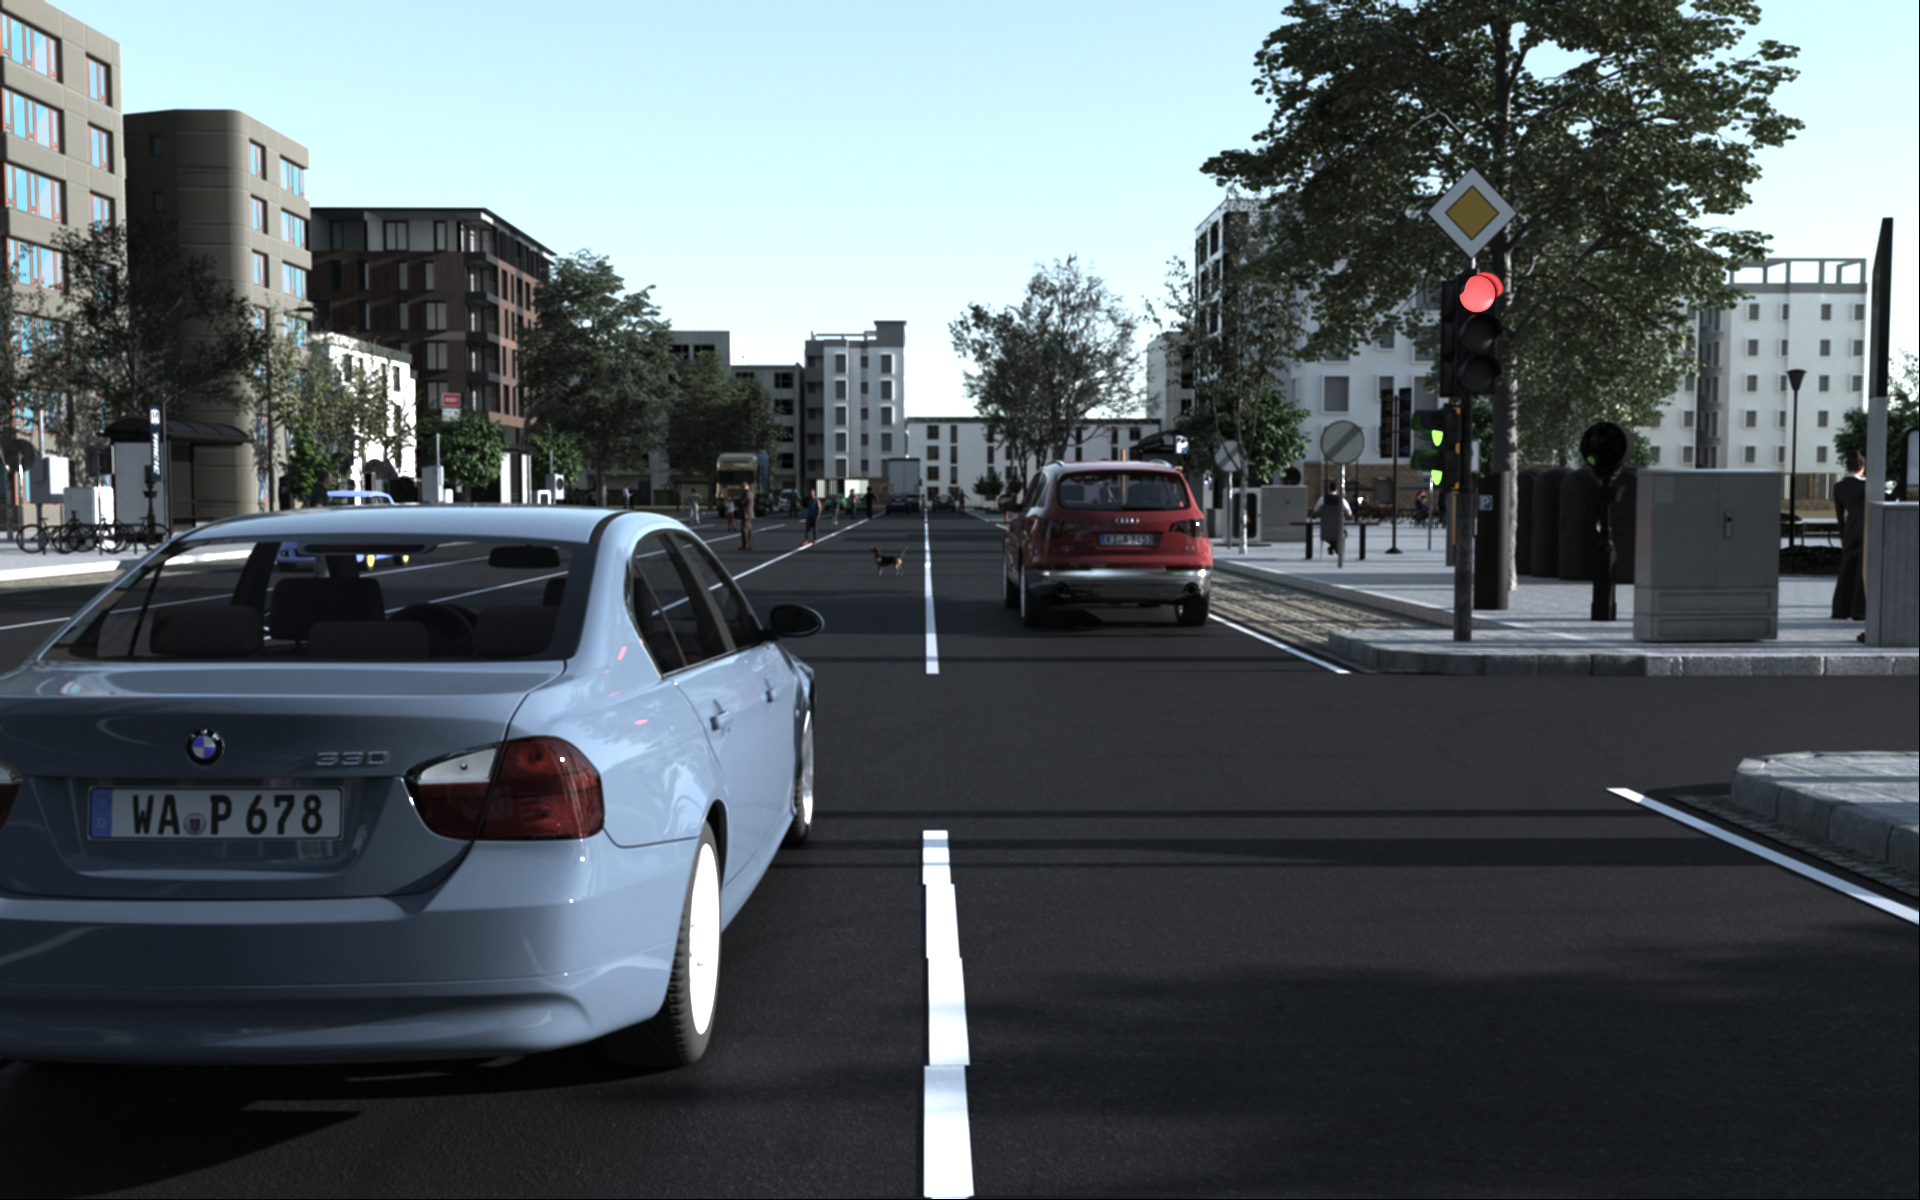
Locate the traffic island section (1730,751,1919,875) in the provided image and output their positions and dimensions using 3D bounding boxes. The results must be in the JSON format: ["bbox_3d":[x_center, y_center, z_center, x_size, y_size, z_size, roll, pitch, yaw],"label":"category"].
[{"bbox_3d":[4.572,0.925,7.151,2.009,0.180,2.903,0,4,-1],"label":"traffic island section"}]

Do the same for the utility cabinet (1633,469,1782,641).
[{"bbox_3d":[6.483,-0.388,15.017,1.173,1.500,0.318,0,4,-8],"label":"utility cabinet"}]

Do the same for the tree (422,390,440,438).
[{"bbox_3d":[-28.519,-8.336,86.650,4.737,8.622,4.395,0,3,0],"label":"tree"}]

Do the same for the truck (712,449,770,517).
[{"bbox_3d":[-13.777,-7.411,110.084,2.839,4.237,11.283,0,4,-2],"label":"truck"}]

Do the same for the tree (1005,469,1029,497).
[{"bbox_3d":[4.229,-8.521,133.924,1.663,3.219,1.824,0,3,0],"label":"tree"}]

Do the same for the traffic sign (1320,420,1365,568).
[{"bbox_3d":[6.616,-1.831,30.041,0.768,2.556,0.104,0,4,1],"label":"traffic sign"}]

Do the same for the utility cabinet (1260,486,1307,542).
[{"bbox_3d":[8.470,-2.241,45.322,1.173,1.500,0.318,0,4,4],"label":"utility cabinet"}]

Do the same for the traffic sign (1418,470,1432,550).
[{"bbox_3d":[10.820,-2.307,39.849,0.606,2.300,0.079,0,4,5],"label":"traffic sign"}]

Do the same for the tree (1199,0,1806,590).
[{"bbox_3d":[7.115,-6.433,23.306,7.486,12.596,7.792,0,3,0],"label":"tree"}]

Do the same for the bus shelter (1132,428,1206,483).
[{"bbox_3d":[6.775,-3.722,54.786,2.014,3.302,5.546,0,4,-1],"label":"bus shelter"}]

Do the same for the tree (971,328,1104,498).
[{"bbox_3d":[5.034,-11.109,107.391,9.928,11.665,9.643,0,3,0],"label":"tree"}]

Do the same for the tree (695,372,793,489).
[{"bbox_3d":[-20.312,-14.996,162.187,9.611,12.733,9.660,0,3,0],"label":"tree"}]

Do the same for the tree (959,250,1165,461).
[{"bbox_3d":[5.087,-10.852,87.805,12.009,13.543,11.850,0,3,0],"label":"tree"}]

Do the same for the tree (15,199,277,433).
[{"bbox_3d":[-25.295,-7.328,54.219,8.767,10.594,7.601,0,4,3],"label":"tree"}]

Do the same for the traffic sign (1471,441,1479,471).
[{"bbox_3d":[9.551,-1.885,32.942,0.606,2.300,0.079,0,4,1],"label":"traffic sign"}]

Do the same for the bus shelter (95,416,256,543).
[{"bbox_3d":[-21.390,-3.282,47.576,2.014,3.302,5.546,0,4,-1],"label":"bus shelter"}]

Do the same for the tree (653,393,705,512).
[{"bbox_3d":[-20.371,-10.753,126.170,4.360,8.622,3.978,0,3,0],"label":"tree"}]

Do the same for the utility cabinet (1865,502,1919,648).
[{"bbox_3d":[8.198,-0.207,14.540,1.020,1.237,0.306,0,4,3],"label":"utility cabinet"}]

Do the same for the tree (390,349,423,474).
[{"bbox_3d":[-27.977,-7.965,80.593,4.737,8.622,4.395,0,3,0],"label":"tree"}]

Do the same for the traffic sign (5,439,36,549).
[{"bbox_3d":[-21.583,-2.428,39.797,0.768,2.556,0.104,0,4,8],"label":"traffic sign"}]

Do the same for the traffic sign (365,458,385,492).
[{"bbox_3d":[-20.850,-3.769,61.737,0.768,2.556,0.104,0,4,7],"label":"traffic sign"}]

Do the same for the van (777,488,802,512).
[{"bbox_3d":[-14.050,-8.305,142.804,2.013,2.044,4.112,0,4,-3],"label":"van"}]

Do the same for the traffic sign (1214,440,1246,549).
[{"bbox_3d":[6.345,-2.487,40.763,0.768,2.556,0.104,0,4,2],"label":"traffic sign"}]

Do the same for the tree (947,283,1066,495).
[{"bbox_3d":[6.122,-18.210,153.618,12.611,20.169,13.585,0,3,0],"label":"tree"}]

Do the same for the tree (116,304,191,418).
[{"bbox_3d":[-29.839,-6.815,61.794,4.360,8.622,3.978,0,3,0],"label":"tree"}]

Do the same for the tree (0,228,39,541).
[{"bbox_3d":[-25.644,-5.890,46.661,4.360,8.622,3.978,0,3,0],"label":"tree"}]

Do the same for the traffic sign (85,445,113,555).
[{"bbox_3d":[-18.018,-2.088,36.268,0.606,2.300,0.079,0,4,5],"label":"traffic sign"}]

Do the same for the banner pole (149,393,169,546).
[{"bbox_3d":[-19.817,-3.235,42.904,0.401,3.779,0.863,0,4,5],"label":"banner pole"}]

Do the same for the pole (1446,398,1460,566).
[{"bbox_3d":[8.747,-2.253,30.681,0.158,3.312,0.155,0,3,0],"label":"pole"}]

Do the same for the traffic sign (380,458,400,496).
[{"bbox_3d":[-20.857,-3.867,63.237,0.884,2.594,0.081,0,4,5],"label":"traffic sign"}]

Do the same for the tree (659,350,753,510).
[{"bbox_3d":[-20.190,-13.377,136.836,7.486,12.596,7.792,0,3,0],"label":"tree"}]

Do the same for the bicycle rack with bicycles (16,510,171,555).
[{"bbox_3d":[-18.921,-1.485,37.669,2.925,0.926,2.852,-1,4,-16],"label":"bicycle rack with bicycles"}]

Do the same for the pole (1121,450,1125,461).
[{"bbox_3d":[7.490,-5.254,79.753,0.158,3.312,0.155,0,3,0],"label":"pole"}]

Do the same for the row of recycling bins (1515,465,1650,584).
[{"bbox_3d":[9.386,-1.169,26.228,1.069,1.692,3.534,-1,4,-11],"label":"row of recycling bins"}]

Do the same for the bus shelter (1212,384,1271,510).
[{"bbox_3d":[9.638,-5.051,60.213,2.179,5.291,8.768,0,4,-1],"label":"bus shelter"}]

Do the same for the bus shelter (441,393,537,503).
[{"bbox_3d":[-19.480,-5.730,71.318,2.179,5.291,8.768,0,4,-1],"label":"bus shelter"}]

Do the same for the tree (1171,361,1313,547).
[{"bbox_3d":[6.981,-3.625,42.982,4.285,4.588,4.351,0,3,0],"label":"tree"}]

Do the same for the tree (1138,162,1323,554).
[{"bbox_3d":[6.025,-5.307,37.131,4.360,8.622,3.978,0,3,0],"label":"tree"}]

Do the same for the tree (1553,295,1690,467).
[{"bbox_3d":[22.612,-6.703,59.949,4.737,8.622,4.395,0,3,0],"label":"tree"}]

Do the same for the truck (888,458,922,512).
[{"bbox_3d":[-4.488,-9.255,140.229,2.839,4.237,11.283,0,4,-1],"label":"truck"}]

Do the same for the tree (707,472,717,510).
[{"bbox_3d":[-20.115,-9.072,142.925,1.663,3.219,1.824,0,3,0],"label":"tree"}]

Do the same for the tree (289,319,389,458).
[{"bbox_3d":[-26.725,-7.559,73.952,4.360,8.622,3.978,0,3,0],"label":"tree"}]

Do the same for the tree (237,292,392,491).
[{"bbox_3d":[-24.578,-6.957,64.104,4.737,8.622,4.395,0,3,0],"label":"tree"}]

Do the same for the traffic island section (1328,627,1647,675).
[{"bbox_3d":[4.411,0.437,15.135,2.009,0.180,2.903,0,4,-1],"label":"traffic island section"}]

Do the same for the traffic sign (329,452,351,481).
[{"bbox_3d":[-18.889,-3.215,52.667,0.768,2.556,0.104,1,4,8],"label":"traffic sign"}]

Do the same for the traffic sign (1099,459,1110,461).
[{"bbox_3d":[5.226,-3.832,62.751,0.768,2.556,0.104,0,4,2],"label":"traffic sign"}]
